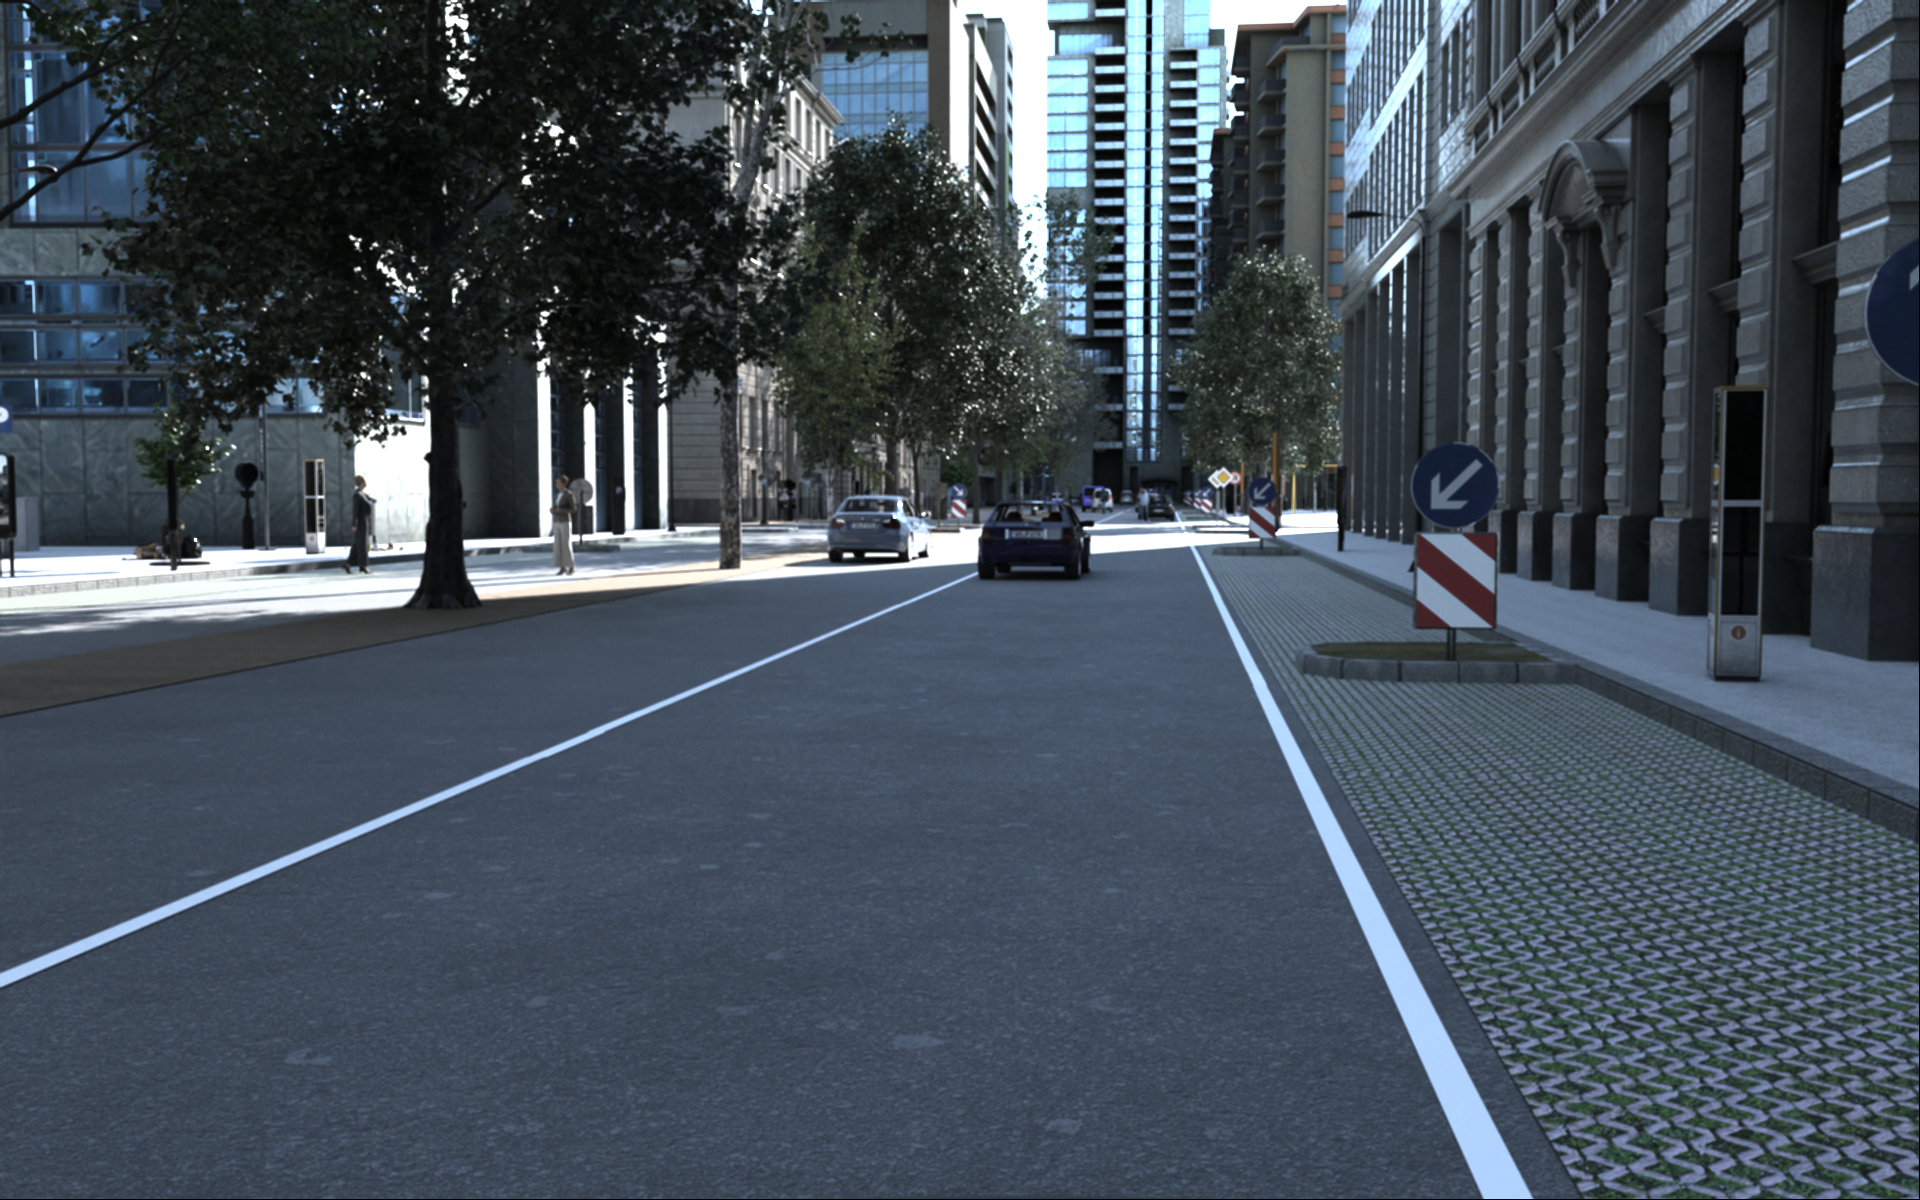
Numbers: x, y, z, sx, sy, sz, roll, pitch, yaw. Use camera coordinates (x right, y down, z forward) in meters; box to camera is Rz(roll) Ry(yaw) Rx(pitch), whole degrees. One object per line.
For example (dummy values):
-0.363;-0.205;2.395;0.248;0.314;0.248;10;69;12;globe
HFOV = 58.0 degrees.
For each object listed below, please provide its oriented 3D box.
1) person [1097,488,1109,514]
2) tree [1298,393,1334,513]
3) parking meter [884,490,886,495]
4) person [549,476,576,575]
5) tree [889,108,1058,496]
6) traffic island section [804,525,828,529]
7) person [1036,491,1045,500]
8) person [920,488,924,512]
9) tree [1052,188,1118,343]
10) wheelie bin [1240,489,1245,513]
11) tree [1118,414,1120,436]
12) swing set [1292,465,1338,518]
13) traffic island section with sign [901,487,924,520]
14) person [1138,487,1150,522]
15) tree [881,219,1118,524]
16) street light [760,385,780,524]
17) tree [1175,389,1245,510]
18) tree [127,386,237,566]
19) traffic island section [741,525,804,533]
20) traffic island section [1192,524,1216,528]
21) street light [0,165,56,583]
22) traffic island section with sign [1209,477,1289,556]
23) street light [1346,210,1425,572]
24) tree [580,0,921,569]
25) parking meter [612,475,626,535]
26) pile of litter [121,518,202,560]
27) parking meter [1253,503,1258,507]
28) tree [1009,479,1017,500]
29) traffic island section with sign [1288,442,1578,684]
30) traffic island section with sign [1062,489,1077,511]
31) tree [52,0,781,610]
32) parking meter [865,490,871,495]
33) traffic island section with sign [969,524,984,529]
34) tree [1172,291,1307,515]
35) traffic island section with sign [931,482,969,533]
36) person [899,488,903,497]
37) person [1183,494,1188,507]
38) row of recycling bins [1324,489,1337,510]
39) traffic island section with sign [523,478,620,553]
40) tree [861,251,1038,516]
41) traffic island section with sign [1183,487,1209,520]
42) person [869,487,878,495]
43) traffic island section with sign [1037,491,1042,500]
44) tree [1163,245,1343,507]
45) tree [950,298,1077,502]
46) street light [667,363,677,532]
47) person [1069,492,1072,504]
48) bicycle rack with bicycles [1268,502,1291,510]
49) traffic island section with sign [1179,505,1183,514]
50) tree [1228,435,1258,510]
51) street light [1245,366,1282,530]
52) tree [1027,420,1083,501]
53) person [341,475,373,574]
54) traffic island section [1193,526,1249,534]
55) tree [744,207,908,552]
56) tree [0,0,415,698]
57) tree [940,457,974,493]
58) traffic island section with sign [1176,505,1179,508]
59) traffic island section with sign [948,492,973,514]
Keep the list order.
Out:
10.093;-6.943;122.003;0.794;1.824;0.713;-3;5;-40;person
23.701;-10.128;115.952;4.360;8.622;3.978;0;3;0;tree
-4.408;-5.898;104.842;0.372;1.533;0.369;0;3;0;parking meter
-7.072;-1.325;30.707;0.519;1.759;0.362;3;4;38;person
-2.006;-8.067;51.356;9.611;12.733;9.660;0;3;0;tree
-6.305;-3.110;73.121;2.009;0.180;2.903;0;4;7;traffic island section
8.804;-11.146;191.450;1.217;1.736;0.721;-2;4;-25;person
-2.476;-5.854;104.404;0.606;1.804;0.583;-3;5;-41;person
2.331;-14.781;100.007;12.611;20.169;13.585;0;3;0;tree
19.114;-6.587;115.605;0.693;1.594;0.980;-3;4;-37;wheelie bin
4.829;-12.231;112.802;12.009;13.543;11.850;0;3;0;tree
19.264;-5.842;93.143;3.119;2.851;2.862;0;4;8;swing set
-3.059;-5.436;97.513;1.989;1.847;2.006;0;4;7;traffic island section with sign
9.439;-4.895;88.792;0.793;1.790;0.793;-2;4;-30;person
0.740;-10.041;77.000;12.009;13.543;11.850;0;3;0;tree
-7.771;-6.147;73.051;1.470;5.913;1.316;0;4;7;street light
21.737;-13.781;143.439;7.486;12.596;7.792;0;3;0;tree
-14.248;-2.248;31.356;1.663;3.219;1.824;0;3;0;tree
-7.252;-2.625;65.192;2.009;0.180;2.903;0;4;7;traffic island section
10.566;-2.986;71.109;2.009;0.180;2.903;0;4;7;traffic island section
-13.445;-3.187;24.655;1.470;5.913;1.316;0;4;7;street light
6.960;-1.966;40.775;1.989;1.847;2.006;0;4;7;traffic island section with sign
7.021;-3.420;28.458;1.470;5.913;1.316;0;4;7;street light
-5.492;-10.713;33.507;12.611;20.169;13.585;0;3;0;tree
-10.663;-2.961;54.130;0.399;1.863;0.255;-2;4;-24;parking meter
-15.838;-1.250;34.400;1.176;0.858;1.719;3;5;41;pile of litter
19.986;-6.834;117.454;0.255;1.863;0.399;3;5;42;parking meter
6.398;-12.692;202.111;1.663;3.219;1.824;0;3;0;tree
3.764;-0.329;14.010;1.989;1.847;2.006;0;4;7;traffic island section with sign
8.922;-8.471;146.634;2.006;1.907;1.989;0;4;7;traffic island section with sign
-6.474;-6.247;21.598;9.611;12.733;9.660;0;3;0;tree
-5.143;-5.407;96.822;0.372;1.533;0.369;0;3;0;parking meter
0.024;-3.907;72.022;2.006;1.907;1.989;0;4;7;traffic island section with sign
17.714;-12.223;106.506;9.857;13.997;8.962;0;3;0;tree
-0.864;-3.458;64.668;2.006;1.907;1.989;0;4;7;traffic island section with sign
-3.096;-4.799;87.517;0.362;1.759;0.519;-2;4;-30;person
23.886;-10.580;182.002;0.721;1.766;1.217;-3;4;-38;person
30.447;-7.912;136.481;3.534;1.692;1.069;1;4;17;row of recycling bins
-9.563;-2.104;43.021;1.989;1.847;2.006;0;4;7;traffic island section with sign
-1.371;-7.537;60.097;8.767;10.594;7.601;0;4;7;tree
13.619;-5.381;96.613;1.989;1.847;2.006;0;4;7;traffic island section with sign
-3.863;-4.317;79.277;0.606;1.804;0.583;3;5;40;person
9.283;-11.759;200.892;1.989;1.847;2.006;0;4;7;traffic island section with sign
14.048;-9.953;79.742;9.611;12.733;9.660;0;3;0;tree
2.066;-10.283;88.705;7.486;12.596;7.792;0;3;0;tree
-9.347;-5.300;59.201;1.470;5.913;1.316;0;4;7;street light
12.425;-11.328;194.420;0.721;1.735;1.217;0;4;6;person
25.114;-7.597;137.591;2.852;0.926;2.925;-3;5;-44;bicycle rack with bicycles
16.822;-7.018;123.378;1.989;1.847;2.006;0;4;7;traffic island section with sign
20.593;-10.808;127.080;4.360;8.622;3.978;0;3;0;tree
11.002;-5.517;62.749;1.470;5.913;1.316;0;4;7;street light
7.576;-11.084;134.042;4.737;8.622;4.395;0;3;0;tree
-10.749;-1.346;30.934;0.534;1.772;0.576;-2;4;-35;person
9.619;-2.502;63.180;2.009;0.180;2.903;0;4;7;traffic island section
-3.198;-5.479;42.406;4.737;8.622;4.395;0;3;0;tree
-7.221;-5.096;11.527;9.928;11.665;9.643;0;3;0;tree
-0.052;-9.908;145.716;4.285;4.588;4.351;0;3;0;tree
22.659;-10.012;172.327;1.989;1.847;2.006;0;4;7;traffic island section with sign
0.223;-7.118;125.012;1.989;1.847;2.006;0;4;7;traffic island section with sign
